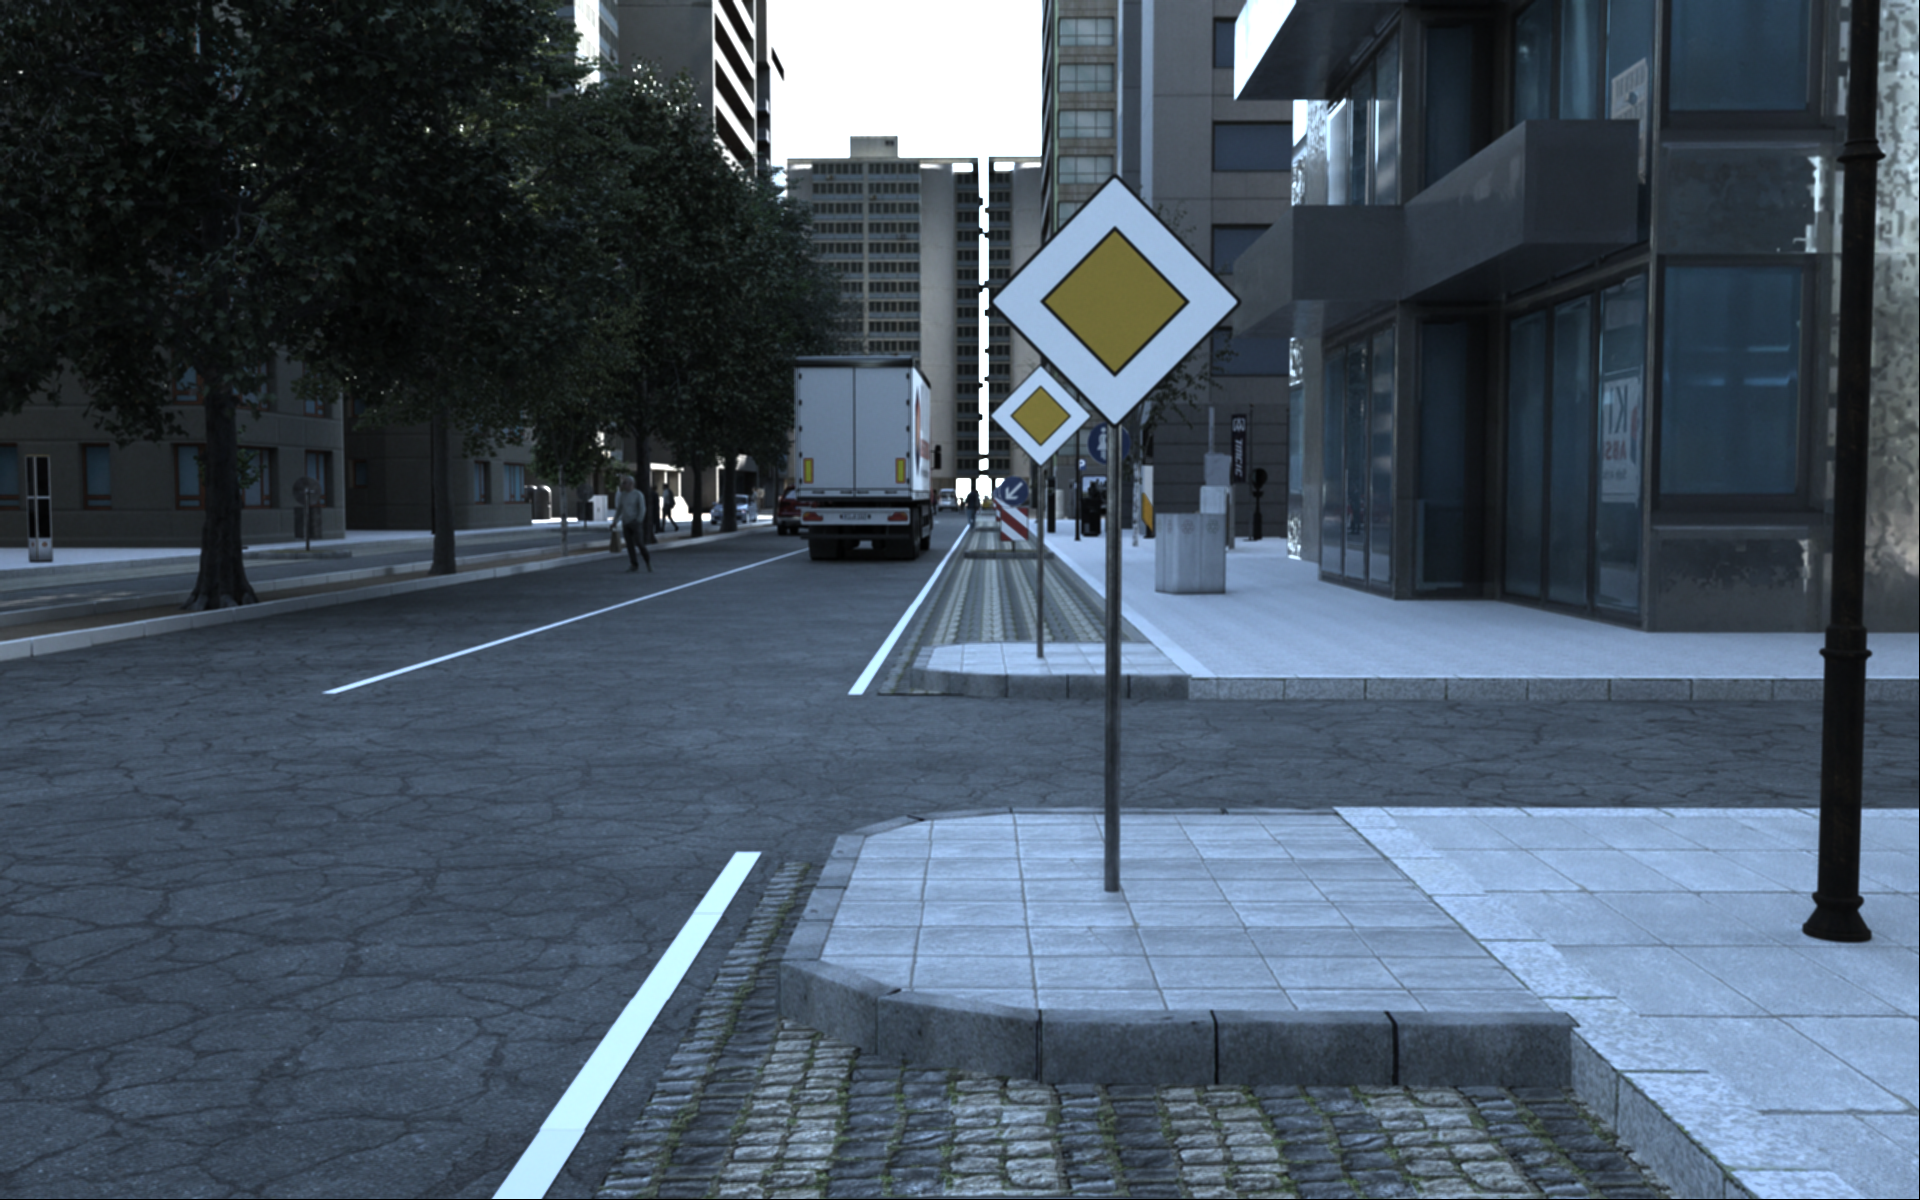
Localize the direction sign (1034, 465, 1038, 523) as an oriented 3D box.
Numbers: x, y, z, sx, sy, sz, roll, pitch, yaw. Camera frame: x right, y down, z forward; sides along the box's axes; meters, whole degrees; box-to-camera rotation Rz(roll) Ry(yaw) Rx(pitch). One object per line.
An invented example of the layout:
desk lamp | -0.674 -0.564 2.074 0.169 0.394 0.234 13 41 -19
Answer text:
direction sign | 3.511 -5.229 77.486 0.379 3.537 0.876 0 4 -3

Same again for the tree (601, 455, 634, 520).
tree | -16.923 -5.556 85.446 1.663 3.219 1.824 0 3 0

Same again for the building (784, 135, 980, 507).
building | -9.403 -30.468 190.036 23.993 40.220 32.217 0 4 1

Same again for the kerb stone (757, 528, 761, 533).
kerb stone | -7.441 -2.492 62.933 0.120 0.150 1.000 0 4 1

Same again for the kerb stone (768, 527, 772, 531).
kerb stone | -7.396 -2.680 66.011 0.120 0.150 1.000 0 4 1

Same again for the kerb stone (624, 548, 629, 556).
kerb stone | -7.834 -1.112 40.412 0.120 0.150 1.000 0 4 1

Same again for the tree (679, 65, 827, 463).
tree | -8.276 -7.683 45.084 9.611 12.733 9.660 0 3 0

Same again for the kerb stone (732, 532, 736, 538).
kerb stone | -7.546 -2.113 56.797 0.120 0.150 1.000 0 4 1

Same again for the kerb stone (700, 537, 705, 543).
kerb stone | -7.660 -1.737 50.652 0.120 0.150 1.000 0 4 1

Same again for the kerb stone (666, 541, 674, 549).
kerb stone | -7.746 -1.425 45.531 0.120 0.150 1.000 0 4 1

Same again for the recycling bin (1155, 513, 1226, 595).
recycling bin | 2.991 -0.609 22.506 0.722 1.027 0.722 -1 4 -15

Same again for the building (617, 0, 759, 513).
building | -26.590 -30.600 124.010 21.300 48.544 21.600 0 4 1

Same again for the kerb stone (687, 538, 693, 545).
kerb stone | -7.701 -1.615 48.607 0.120 0.150 1.000 0 4 1

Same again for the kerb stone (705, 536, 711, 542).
kerb stone | -7.645 -1.803 51.674 0.120 0.150 1.000 0 4 1

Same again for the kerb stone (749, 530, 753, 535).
kerb stone | -7.479 -2.367 60.889 0.120 0.150 1.000 0 4 1

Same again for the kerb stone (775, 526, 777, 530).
kerb stone | -7.362 -2.803 68.066 0.120 0.150 1.000 0 4 1

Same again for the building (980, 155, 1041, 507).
building | 14.577 -30.411 189.104 23.993 40.220 32.217 0 4 1

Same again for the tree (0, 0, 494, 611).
tree | -9.184 -6.231 21.343 9.611 12.733 9.660 0 3 0

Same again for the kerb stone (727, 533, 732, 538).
kerb stone | -7.573 -2.054 55.774 0.120 0.150 1.000 0 4 1

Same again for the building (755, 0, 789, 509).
building | -23.375 -30.913 155.539 14.200 45.320 14.600 0 4 1

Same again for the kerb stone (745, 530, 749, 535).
kerb stone | -7.493 -2.301 59.867 0.120 0.150 1.000 0 4 1

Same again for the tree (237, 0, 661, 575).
tree | -9.282 -6.745 30.872 7.486 12.596 7.792 0 3 0

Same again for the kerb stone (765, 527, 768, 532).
kerb stone | -7.411 -2.617 64.989 0.120 0.150 1.000 0 4 1

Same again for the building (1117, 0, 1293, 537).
building | 16.399 -31.907 63.681 21.231 58.520 28.212 0 4 1

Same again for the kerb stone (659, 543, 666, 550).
kerb stone | -7.764 -1.365 44.509 0.120 0.150 1.000 0 4 1

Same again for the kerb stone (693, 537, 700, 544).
kerb stone | -7.676 -1.678 49.629 0.120 0.150 1.000 0 4 1

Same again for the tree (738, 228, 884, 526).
tree | -8.153 -10.014 76.555 12.009 13.543 11.850 0 3 0

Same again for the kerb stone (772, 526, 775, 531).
kerb stone | -7.379 -2.741 67.040 0.120 0.150 1.000 0 4 1

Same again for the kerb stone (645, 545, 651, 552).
kerb stone | -7.798 -1.235 42.465 0.120 0.150 1.000 0 4 1

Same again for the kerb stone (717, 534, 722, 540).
kerb stone | -7.614 -1.920 53.724 0.120 0.150 1.000 0 4 1

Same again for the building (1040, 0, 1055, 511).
building | 16.619 -30.425 121.157 21.300 48.544 21.600 0 4 1

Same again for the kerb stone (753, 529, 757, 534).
kerb stone | -7.470 -2.426 61.911 0.120 0.150 1.000 0 4 1

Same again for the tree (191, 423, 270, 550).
tree | -17.092 -2.782 40.092 1.663 3.219 1.824 0 3 0

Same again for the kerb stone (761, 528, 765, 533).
kerb stone | -7.432 -2.554 63.961 0.120 0.150 1.000 0 4 1

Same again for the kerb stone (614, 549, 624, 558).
kerb stone | -7.855 -1.050 39.379 0.120 0.150 1.000 0 4 1

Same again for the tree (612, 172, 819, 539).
tree | -8.318 -7.753 54.970 9.928 11.665 9.643 0 3 0

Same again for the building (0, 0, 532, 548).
building | -31.371 -12.854 55.201 27.650 21.520 28.899 0 4 1

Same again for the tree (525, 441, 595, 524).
tree | -17.351 -5.647 76.036 4.285 4.588 4.351 0 3 0

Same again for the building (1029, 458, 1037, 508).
building | 17.490 -50.983 146.238 22.319 86.520 31.000 0 4 1

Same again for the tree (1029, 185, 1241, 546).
tree | 4.534 -5.629 42.390 4.360 8.622 3.978 0 3 0

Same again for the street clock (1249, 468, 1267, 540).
street clock | 8.384 -2.703 48.756 0.471 2.002 0.358 -1 4 -17

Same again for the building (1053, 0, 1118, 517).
building | 12.581 -25.664 103.208 14.154 41.232 14.086 0 4 1

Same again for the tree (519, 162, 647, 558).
tree | -8.692 -5.192 37.713 4.737 8.622 4.395 0 3 0

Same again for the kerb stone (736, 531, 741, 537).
kerb stone | -7.535 -2.178 57.819 0.120 0.150 1.000 0 4 1

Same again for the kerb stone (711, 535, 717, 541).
kerb stone | -7.623 -1.866 52.701 0.120 0.150 1.000 0 4 1

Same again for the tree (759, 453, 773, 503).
tree | -16.451 -11.887 144.708 4.737 8.622 4.395 0 3 0

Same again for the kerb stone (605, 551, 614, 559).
kerb stone | -7.876 -0.988 38.351 0.120 0.150 1.000 0 4 1

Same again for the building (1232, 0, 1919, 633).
building | 19.263 -24.724 23.841 30.456 49.044 23.786 0 4 1

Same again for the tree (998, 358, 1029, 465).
tree | 4.327 -8.615 91.219 4.360 8.622 3.978 0 3 0

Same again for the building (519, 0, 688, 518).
building | -33.288 -25.010 100.802 32.217 40.220 23.993 0 4 1

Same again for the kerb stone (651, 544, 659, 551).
kerb stone | -7.785 -1.302 43.487 0.120 0.150 1.000 0 4 1

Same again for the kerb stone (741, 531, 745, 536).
kerb stone | -7.518 -2.241 58.841 0.120 0.150 1.000 0 4 1

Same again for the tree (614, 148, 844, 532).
tree | -8.717 -9.527 64.880 9.857 13.997 8.962 0 3 0

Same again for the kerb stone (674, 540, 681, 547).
kerb stone | -7.726 -1.486 46.553 0.120 0.150 1.000 0 4 1

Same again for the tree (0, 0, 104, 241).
tree | -9.567 -3.766 14.400 4.360 8.622 3.978 0 3 0

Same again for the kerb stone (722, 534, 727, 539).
kerb stone | -7.592 -1.987 54.751 0.120 0.150 1.000 0 4 1

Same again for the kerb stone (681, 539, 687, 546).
kerb stone | -7.709 -1.553 47.581 0.120 0.150 1.000 0 4 1

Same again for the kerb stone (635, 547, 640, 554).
kerb stone | -7.821 -1.177 41.442 0.120 0.150 1.000 0 4 1
